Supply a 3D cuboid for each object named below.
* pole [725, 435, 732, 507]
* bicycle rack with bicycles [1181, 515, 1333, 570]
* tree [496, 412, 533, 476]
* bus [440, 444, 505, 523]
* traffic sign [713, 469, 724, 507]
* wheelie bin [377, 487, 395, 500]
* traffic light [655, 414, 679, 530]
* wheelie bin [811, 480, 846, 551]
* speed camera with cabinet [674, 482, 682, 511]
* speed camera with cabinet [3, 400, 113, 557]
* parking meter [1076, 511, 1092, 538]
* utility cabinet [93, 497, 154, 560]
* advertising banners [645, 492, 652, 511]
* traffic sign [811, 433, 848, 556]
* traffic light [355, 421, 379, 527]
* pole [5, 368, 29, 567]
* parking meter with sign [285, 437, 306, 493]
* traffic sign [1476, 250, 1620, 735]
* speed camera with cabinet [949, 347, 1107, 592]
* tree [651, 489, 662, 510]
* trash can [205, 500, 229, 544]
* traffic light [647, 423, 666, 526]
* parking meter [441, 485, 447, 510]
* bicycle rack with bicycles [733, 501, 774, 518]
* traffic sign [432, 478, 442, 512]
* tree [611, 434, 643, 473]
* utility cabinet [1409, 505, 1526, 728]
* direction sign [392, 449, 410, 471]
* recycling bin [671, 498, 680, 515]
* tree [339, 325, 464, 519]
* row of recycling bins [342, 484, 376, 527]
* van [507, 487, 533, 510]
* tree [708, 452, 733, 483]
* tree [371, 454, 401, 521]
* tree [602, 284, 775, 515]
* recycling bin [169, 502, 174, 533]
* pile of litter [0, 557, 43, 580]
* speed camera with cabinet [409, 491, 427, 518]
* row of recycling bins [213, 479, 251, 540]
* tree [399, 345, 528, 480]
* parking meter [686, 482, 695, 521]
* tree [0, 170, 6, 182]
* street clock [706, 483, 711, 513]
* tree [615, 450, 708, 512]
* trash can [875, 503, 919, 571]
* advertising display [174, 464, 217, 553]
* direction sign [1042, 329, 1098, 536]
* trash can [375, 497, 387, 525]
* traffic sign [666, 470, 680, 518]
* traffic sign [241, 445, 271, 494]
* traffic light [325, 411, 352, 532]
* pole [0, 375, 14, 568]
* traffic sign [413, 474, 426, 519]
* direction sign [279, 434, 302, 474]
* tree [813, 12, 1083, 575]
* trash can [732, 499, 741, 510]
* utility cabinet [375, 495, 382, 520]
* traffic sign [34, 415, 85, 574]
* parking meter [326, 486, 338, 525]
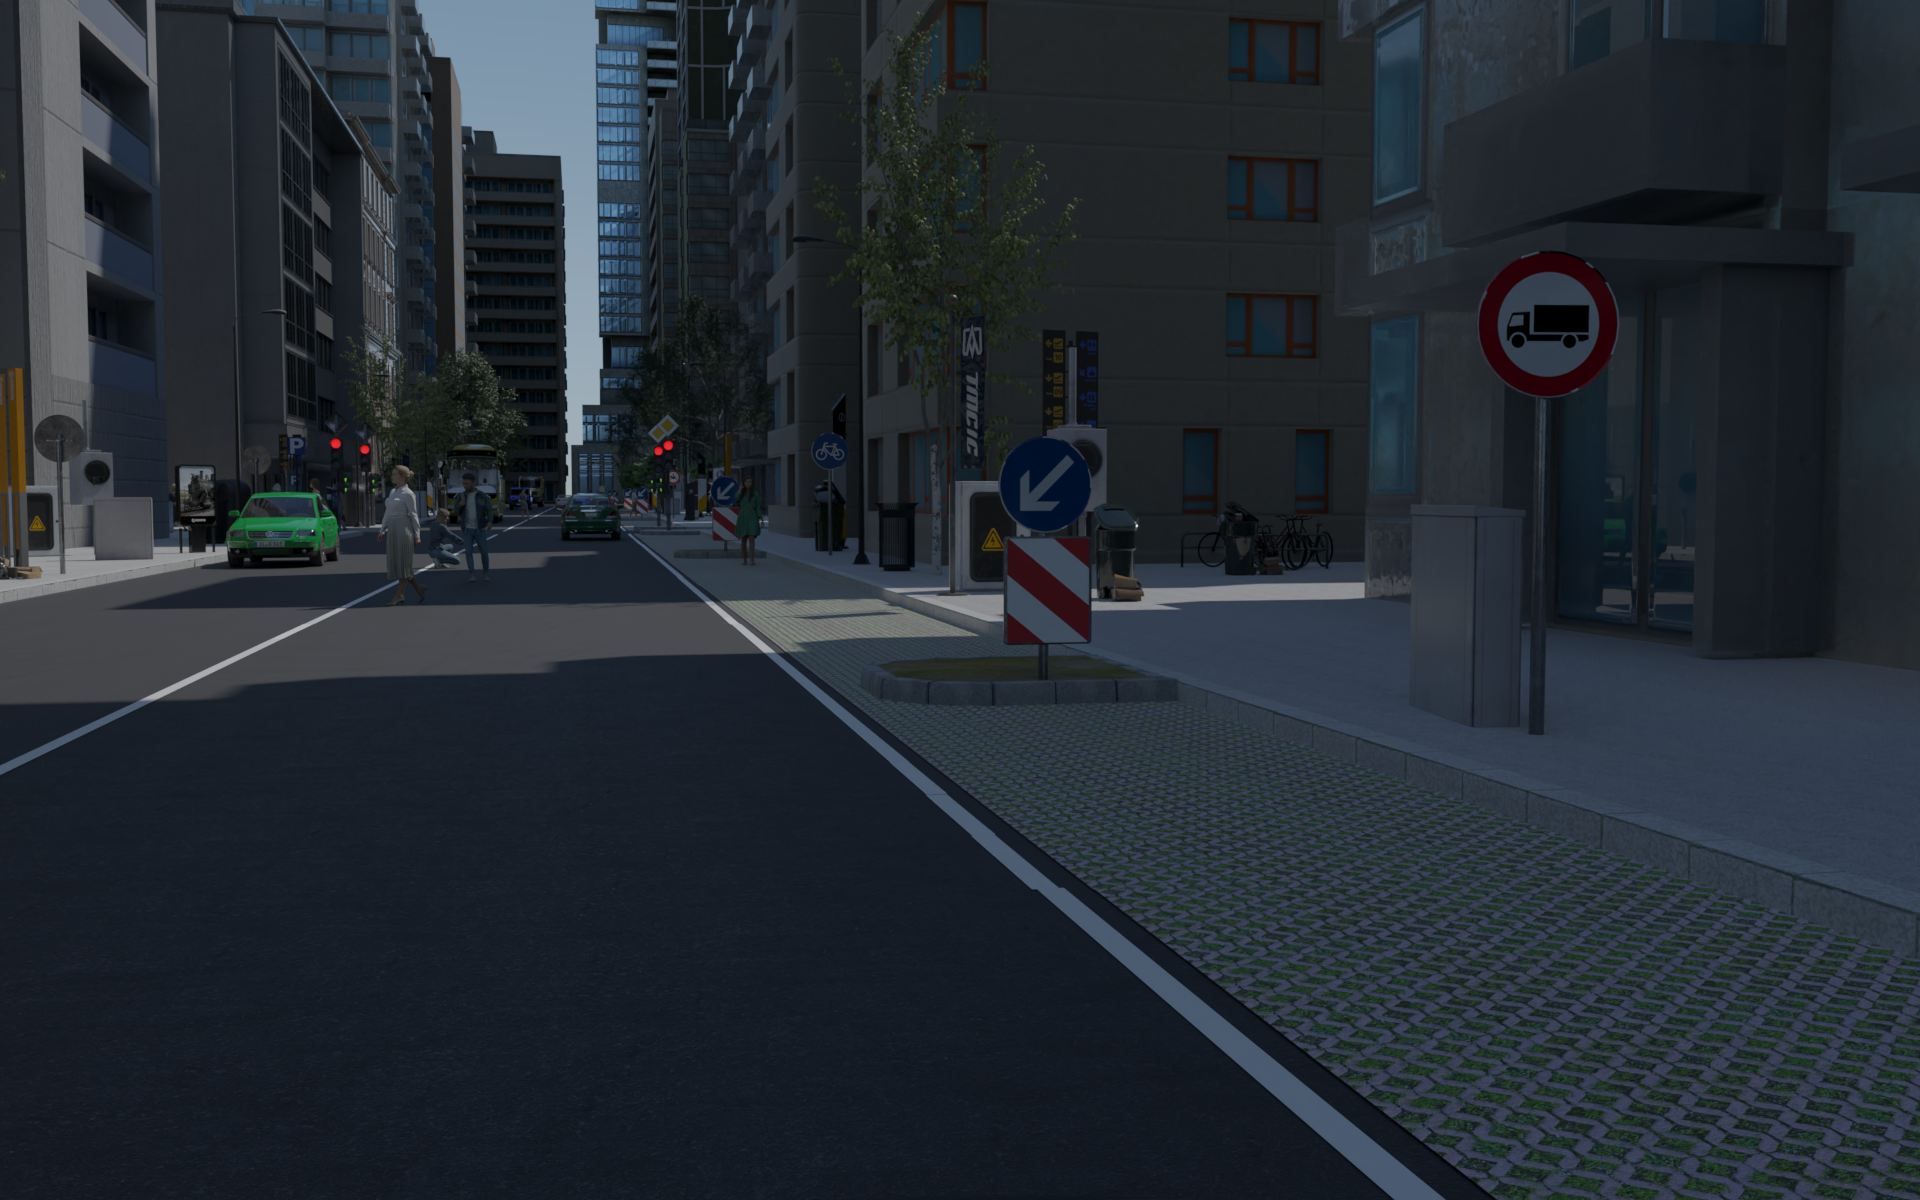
[{"bbox_3d":[-7.953,-4.013,59.462,0.158,3.312,0.155,0,3,0],"label":"pole"},{"bbox_3d":[5.296,-1.013,29.946,2.925,0.926,2.852,-2,4,-29],"label":"bicycle rack with bicycles"},{"bbox_3d":[-56.914,-17.712,215.353,9.928,11.665,9.643,0,3,0],"label":"tree"},{"bbox_3d":[-24.791,-5.950,88.837,2.896,3.916,12.252,-1,4,-13],"label":"bus"},{"bbox_3d":[-9.457,-4.061,68.527,0.606,2.300,0.079,0,4,-8],"label":"traffic sign"},{"bbox_3d":[-26.323,-4.395,79.765,0.980,1.594,0.693,-1,4,-14],"label":"wheelie bin"},{"bbox_3d":[-10.294,-4.408,60.985,0.839,4.253,0.868,-1,4,-12],"label":"traffic light"},{"bbox_3d":[-2.962,-1.896,38.916,0.693,1.594,0.980,-1,4,-19],"label":"wheelie bin"},{"bbox_3d":[-21.389,-8.381,131.363,0.660,3.252,2.038,0,4,-7],"label":"speed camera with cabinet"},{"bbox_3d":[-18.688,-2.541,35.873,0.660,3.252,2.038,3,4,38],"label":"speed camera with cabinet"},{"bbox_3d":[2.110,-1.453,29.465,0.255,1.863,0.399,0,4,4],"label":"parking meter"},{"bbox_3d":[-16.345,-1.388,33.858,1.020,1.237,0.306,-1,4,-21],"label":"utility cabinet"},{"bbox_3d":[-24.112,-8.481,134.849,0.090,3.025,2.074,-2,4,-34],"label":"advertising banners"},{"bbox_3d":[-2.701,-2.197,36.029,0.768,2.556,0.104,0,4,-5],"label":"traffic sign"},{"bbox_3d":[-22.753,-4.741,66.432,0.839,4.253,0.868,-1,4,-12],"label":"traffic light"},{"bbox_3d":[-15.324,-2.100,28.182,0.158,3.312,0.155,0,3,0],"label":"pole"},{"bbox_3d":[-20.637,-3.513,53.699,0.543,3.016,1.738,-2,4,-26],"label":"parking meter with sign"},{"bbox_3d":[3.080,-0.555,9.177,0.768,2.556,0.104,0,4,-4],"label":"traffic sign"},{"bbox_3d":[0.905,-1.758,23.085,2.038,3.252,0.660,-1,4,-15],"label":"speed camera with cabinet"},{"bbox_3d":[-24.108,-8.805,138.560,1.663,3.219,1.824,0,3,0],"label":"tree"},{"bbox_3d":[-19.211,-2.018,44.645,0.748,1.137,0.748,0,3,0],"label":"trash can"},{"bbox_3d":[-11.997,-4.885,68.787,0.839,4.253,0.868,-1,4,-12],"label":"traffic light"},{"bbox_3d":[-32.359,-6.294,108.621,0.255,1.863,0.399,1,4,14],"label":"parking meter"},{"bbox_3d":[-10.865,-4.530,87.450,2.925,0.926,2.852,3,4,36],"label":"bicycle rack with bicycles"},{"bbox_3d":[-32.456,-6.444,107.485,0.606,2.300,0.079,0,4,-4],"label":"traffic sign"},{"bbox_3d":[-40.081,-15.807,208.800,4.360,8.622,3.978,0,3,0],"label":"tree"},{"bbox_3d":[2.913,0.072,9.992,0.306,1.237,1.020,0,4,-5],"label":"utility cabinet"},{"bbox_3d":[-28.028,-5.801,86.851,0.876,3.537,0.379,0,4,1],"label":"direction sign"},{"bbox_3d":[-17.900,-5.826,107.806,0.722,1.027,0.722,2,4,28],"label":"recycling bin"},{"bbox_3d":[-25.201,-7.690,76.095,4.737,8.622,4.395,0,3,0],"label":"tree"},{"bbox_3d":[-24.006,-3.805,69.318,1.069,1.692,3.534,-1,4,-11],"label":"row of recycling bins"},{"bbox_3d":[-39.771,-9.320,156.773,2.240,2.365,5.245,-1,4,-12],"label":"van"},{"bbox_3d":[-18.455,-8.816,127.856,4.285,4.588,4.351,0,3,0],"label":"tree"},{"bbox_3d":[-27.287,-5.375,82.486,1.663,3.219,1.824,0,3,0],"label":"tree"},{"bbox_3d":[-11.183,-8.761,77.649,7.601,10.594,8.767,0,4,1],"label":"tree"},{"bbox_3d":[-26.320,-2.707,56.806,0.722,1.027,0.722,0,4,3],"label":"recycling bin"},{"bbox_3d":[-14.700,-0.767,26.506,1.176,0.858,1.719,-2,4,-32],"label":"pile of litter"},{"bbox_3d":[-30.270,-6.140,94.723,2.038,3.252,0.660,-1,4,-9],"label":"speed camera with cabinet"},{"bbox_3d":[-20.552,-2.533,48.522,1.069,1.692,3.534,-2,4,-29],"label":"row of recycling bins"},{"bbox_3d":[-38.273,-13.247,133.598,9.611,12.733,9.660,0,3,0],"label":"tree"},{"bbox_3d":[-12.965,-4.743,83.264,0.399,1.863,0.255,-2,4,-23],"label":"parking meter"},{"bbox_3d":[-13.153,-4.266,20.118,4.360,8.622,3.978,0,3,0],"label":"tree"},{"bbox_3d":[-17.039,-6.884,117.130,0.358,2.002,0.471,3,5,45],"label":"street clock"},{"bbox_3d":[-20.266,-8.136,116.734,4.285,4.588,4.351,0,3,0],"label":"tree"},{"bbox_3d":[-1.052,-1.055,28.906,0.748,1.137,0.748,0,3,0],"label":"trash can"},{"bbox_3d":[-16.664,-1.993,37.793,0.123,1.923,0.974,2,4,27],"label":"advertising display"},{"bbox_3d":[1.532,-1.960,24.045,0.876,3.537,0.379,-2,4,-27],"label":"direction sign"},{"bbox_3d":[-24.460,-3.740,72.799,0.748,1.137,0.748,0,3,0],"label":"trash can"},{"bbox_3d":[-15.116,-5.581,91.359,0.768,2.556,0.104,0,4,-3],"label":"traffic sign"},{"bbox_3d":[-18.410,-2.765,45.314,0.768,2.556,0.104,0,4,-4],"label":"traffic sign"},{"bbox_3d":[-21.050,-4.264,58.630,0.839,4.253,0.868,-1,4,-12],"label":"traffic light"},{"bbox_3d":[-16.406,-2.189,29.632,0.158,3.312,0.155,0,3,0],"label":"pole"},{"bbox_3d":[-28.073,-5.374,89.996,0.606,2.300,0.079,-1,4,-12],"label":"traffic sign"},{"bbox_3d":[-25.393,-4.511,65.757,0.876,3.537,0.379,0,4,3],"label":"direction sign"},{"bbox_3d":[-0.320,-4.684,26.943,4.737,8.622,4.395,0,3,0],"label":"tree"},{"bbox_3d":[-10.064,-4.107,78.797,0.748,1.137,0.748,0,3,0],"label":"trash can"},{"bbox_3d":[-28.464,-4.557,85.675,1.020,1.237,0.306,-2,4,-34],"label":"utility cabinet"},{"bbox_3d":[-14.420,-1.691,27.762,0.768,2.556,0.104,0,4,-8],"label":"traffic sign"},{"bbox_3d":[-20.925,-3.016,57.717,0.372,1.533,0.369,0,3,0],"label":"parking meter"}]
